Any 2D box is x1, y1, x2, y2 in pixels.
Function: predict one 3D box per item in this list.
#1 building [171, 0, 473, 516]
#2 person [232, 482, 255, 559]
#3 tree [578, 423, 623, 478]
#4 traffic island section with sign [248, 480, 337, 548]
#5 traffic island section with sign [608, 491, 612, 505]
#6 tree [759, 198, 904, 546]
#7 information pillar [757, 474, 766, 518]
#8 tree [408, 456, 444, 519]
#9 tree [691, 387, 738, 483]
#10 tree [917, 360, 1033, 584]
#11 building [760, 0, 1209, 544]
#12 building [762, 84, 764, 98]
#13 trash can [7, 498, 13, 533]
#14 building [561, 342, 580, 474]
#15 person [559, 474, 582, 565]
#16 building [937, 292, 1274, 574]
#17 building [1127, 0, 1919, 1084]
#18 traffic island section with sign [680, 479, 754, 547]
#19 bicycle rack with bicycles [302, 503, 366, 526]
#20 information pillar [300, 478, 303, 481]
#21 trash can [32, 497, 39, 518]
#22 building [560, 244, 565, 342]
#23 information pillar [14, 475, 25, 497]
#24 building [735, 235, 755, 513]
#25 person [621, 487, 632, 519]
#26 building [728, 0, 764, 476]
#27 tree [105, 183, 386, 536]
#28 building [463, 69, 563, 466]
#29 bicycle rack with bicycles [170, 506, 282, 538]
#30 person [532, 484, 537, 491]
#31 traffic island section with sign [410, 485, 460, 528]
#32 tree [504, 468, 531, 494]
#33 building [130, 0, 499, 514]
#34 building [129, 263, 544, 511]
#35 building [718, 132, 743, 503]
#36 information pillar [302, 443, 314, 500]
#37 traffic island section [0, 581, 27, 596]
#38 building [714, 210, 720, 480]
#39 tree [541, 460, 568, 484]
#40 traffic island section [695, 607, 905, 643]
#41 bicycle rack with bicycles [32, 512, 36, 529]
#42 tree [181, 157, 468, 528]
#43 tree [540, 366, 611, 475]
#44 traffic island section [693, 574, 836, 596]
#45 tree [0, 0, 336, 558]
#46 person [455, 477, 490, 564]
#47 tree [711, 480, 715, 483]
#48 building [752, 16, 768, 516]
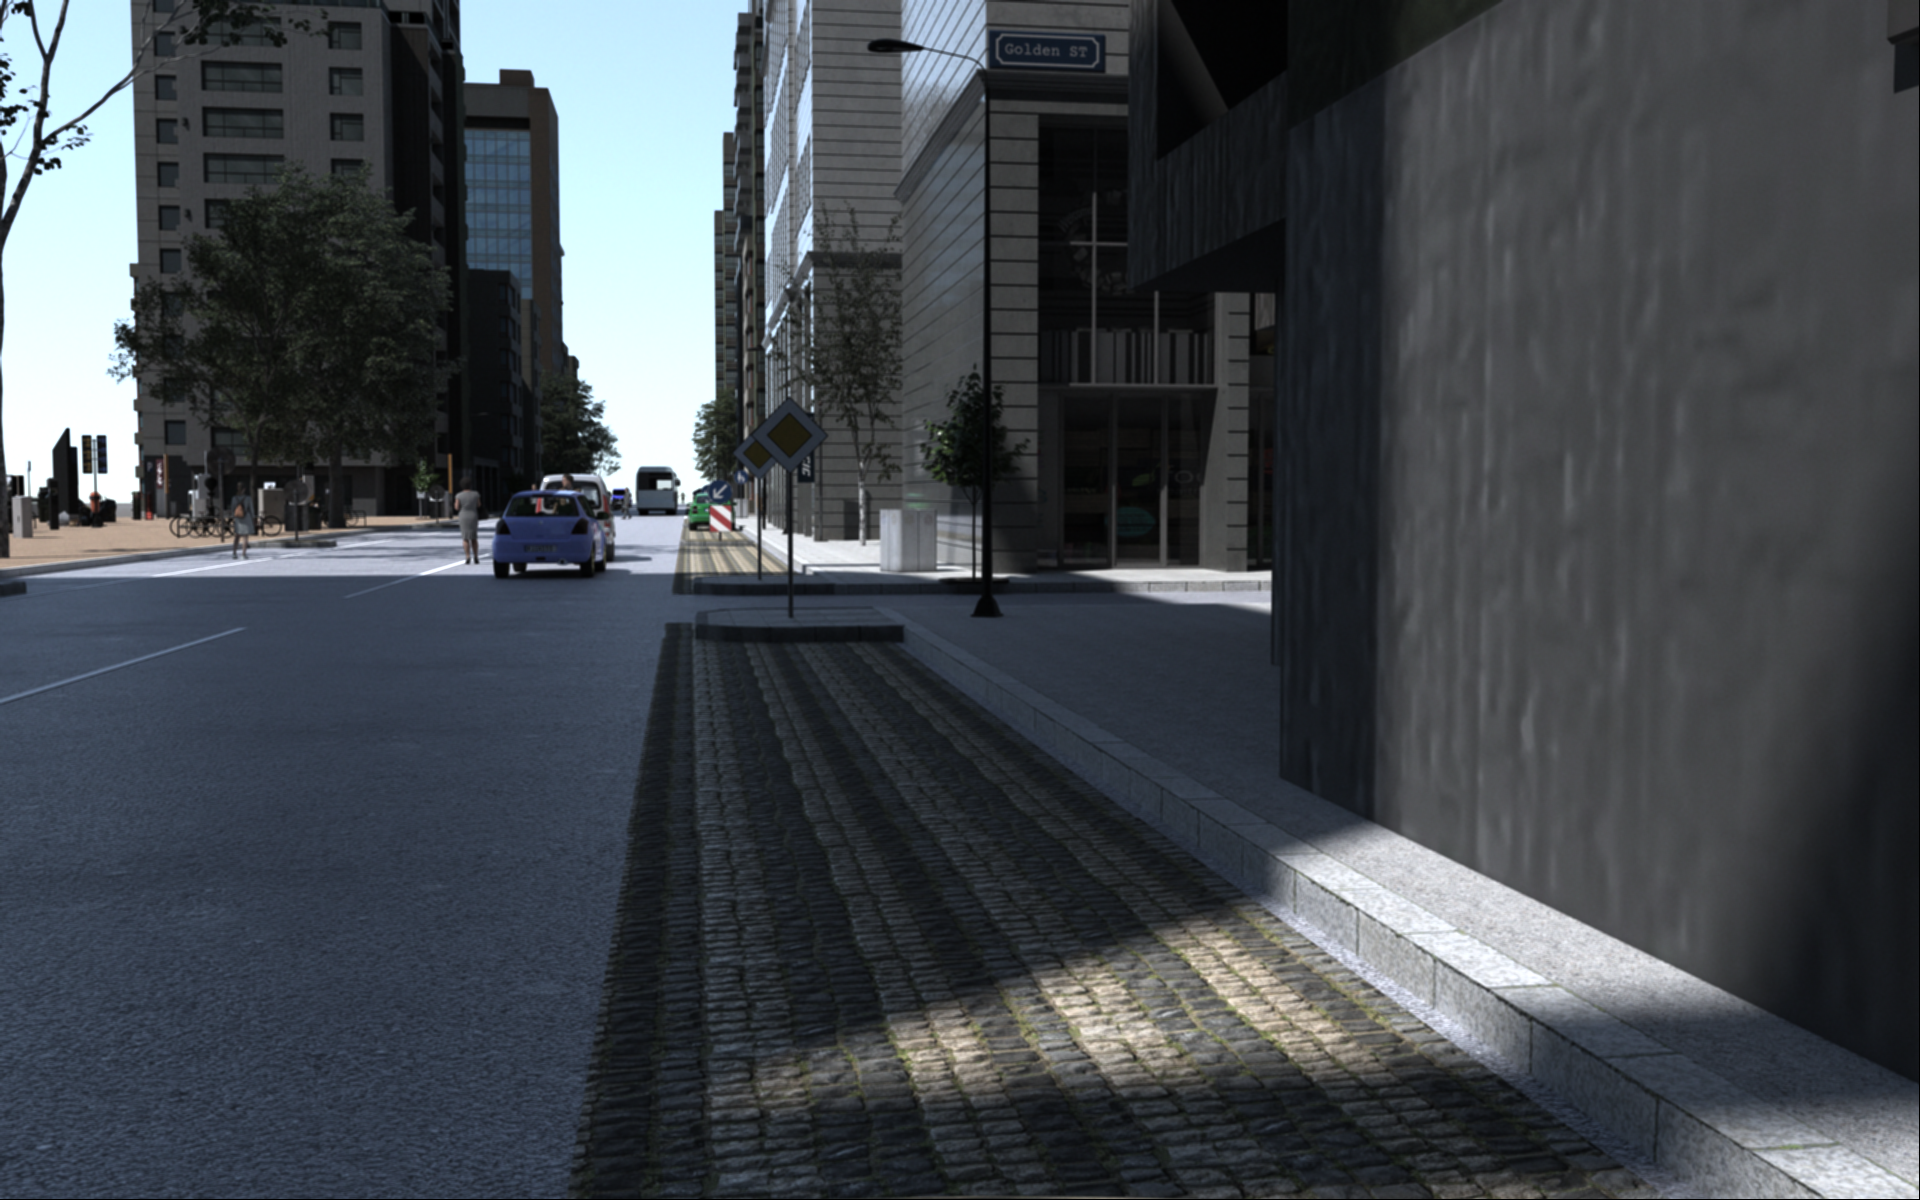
[{"bbox_3d":[-37.584,-20.321,103.948,14.160,30.474,14.107,-1,4,-9],"label":"building"},{"bbox_3d":[-15.792,-1.749,38.105,0.512,1.701,0.522,-1,4,-9],"label":"person"},{"bbox_3d":[-53.633,-20.186,255.797,9.928,11.665,9.643,0,3,0],"label":"tree"},{"bbox_3d":[-17.982,-2.333,46.777,1.989,1.847,2.006,-1,4,-9],"label":"traffic island section with sign"},{"bbox_3d":[-46.855,-13.613,231.195,1.989,1.847,2.006,-1,4,-9],"label":"traffic island section with sign"},{"bbox_3d":[-2.562,-5.645,42.655,4.360,8.622,3.978,0,3,0],"label":"tree"},{"bbox_3d":[-10.447,-6.107,91.207,0.504,3.616,0.183,0,4,4],"label":"information pillar"},{"bbox_3d":[-27.087,-5.698,87.769,1.663,3.219,1.824,0,3,0],"label":"tree"},{"bbox_3d":[-24.979,-16.229,183.473,7.486,12.596,7.792,0,3,0],"label":"tree"},{"bbox_3d":[0.317,-1.867,25.126,1.663,3.219,1.824,0,3,0],"label":"tree"},{"bbox_3d":[-1.002,-17.433,62.519,11.434,29.767,29.804,-1,4,-9],"label":"building"},{"bbox_3d":[-2.548,-18.113,89.654,14.314,27.812,24.014,-1,4,-9],"label":"building"},{"bbox_3d":[-31.119,-2.751,56.626,0.748,1.137,0.748,0,3,0],"label":"trash can"},{"bbox_3d":[-60.772,-22.232,208.531,27.650,21.520,28.899,-1,4,-9],"label":"building"},{"bbox_3d":[-7.994,-1.642,35.251,0.656,1.842,0.836,-2,4,-32],"label":"person"},{"bbox_3d":[14.124,-15.716,34.453,29.804,29.767,11.434,-1,4,-9],"label":"building"},{"bbox_3d":[8.057,-14.579,10.065,14.160,30.474,14.107,-1,4,-9],"label":"building"},{"bbox_3d":[-6.744,-2.398,47.843,1.989,1.847,2.006,-1,4,-9],"label":"traffic island section with sign"},{"bbox_3d":[-25.281,-3.410,69.136,2.852,0.926,2.925,2,4,24],"label":"bicycle rack with bicycles"},{"bbox_3d":[-30.731,-4.691,81.183,0.304,2.012,0.304,-1,4,-13],"label":"information pillar"},{"bbox_3d":[-49.386,-4.943,92.467,0.748,1.137,0.748,0,3,0],"label":"trash can"},{"bbox_3d":[-66.589,-33.147,233.828,32.217,40.220,23.993,-1,4,-9],"label":"building"},{"bbox_3d":[-36.749,-3.861,67.617,0.304,2.012,0.304,1,4,18],"label":"information pillar"},{"bbox_3d":[-2.817,-17.573,132.360,27.650,21.520,28.899,-1,4,-9],"label":"building"},{"bbox_3d":[-19.142,-5.546,99.279,0.767,1.812,0.694,-2,4,-33],"label":"person"},{"bbox_3d":[-9.525,-33.105,160.875,23.786,49.044,30.456,-1,4,-9],"label":"building"},{"bbox_3d":[-21.798,-7.247,52.905,8.767,10.594,7.601,-1,4,-13],"label":"tree"},{"bbox_3d":[-50.583,-32.815,186.639,14.600,45.320,14.200,-1,4,-9],"label":"building"},{"bbox_3d":[-22.036,-2.326,51.415,2.925,0.926,2.852,0,4,1],"label":"bicycle rack with bicycles"},{"bbox_3d":[-15.499,-3.340,63.201,0.635,1.810,0.391,2,4,32],"label":"person"},{"bbox_3d":[-22.156,-3.962,73.408,1.989,1.847,2.006,-1,4,-9],"label":"traffic island section with sign"},{"bbox_3d":[-33.016,-8.297,130.263,1.663,3.219,1.824,0,3,0],"label":"tree"},{"bbox_3d":[-43.447,-41.690,119.880,20.563,71.187,20.611,-1,4,-9],"label":"building"},{"bbox_3d":[-50.600,-18.417,146.157,27.650,21.520,28.899,-1,4,-9],"label":"building"},{"bbox_3d":[-20.143,-31.556,199.541,14.154,41.232,14.086,-1,4,-9],"label":"building"},{"bbox_3d":[-28.746,-5.201,76.397,0.183,3.616,0.504,3,5,40],"label":"information pillar"},{"bbox_3d":[-14.430,-0.114,24.147,2.009,0.180,2.903,-1,4,-9],"label":"traffic island section"},{"bbox_3d":[-28.569,-34.764,251.981,14.154,41.232,14.086,-1,4,-9],"label":"building"},{"bbox_3d":[-38.832,-11.116,165.464,4.285,4.588,4.351,0,3,0],"label":"tree"},{"bbox_3d":[-1.741,0.259,18.039,2.009,0.180,2.903,-1,4,-9],"label":"traffic island section"},{"bbox_3d":[-35.186,-3.077,63.693,2.852,0.926,2.925,1,4,9],"label":"bicycle rack with bicycles"},{"bbox_3d":[-23.474,-9.656,64.530,9.857,13.997,8.962,0,3,0],"label":"tree"},{"bbox_3d":[-39.975,-16.277,172.777,9.857,13.997,8.962,0,3,0],"label":"tree"},{"bbox_3d":[-2.977,-0.223,25.929,2.009,0.180,2.903,-1,4,-9],"label":"traffic island section"},{"bbox_3d":[-19.476,-10.988,35.535,12.611,20.169,13.585,0,3,0],"label":"tree"},{"bbox_3d":[-10.018,-1.631,35.520,0.716,1.782,0.532,-2,4,-30],"label":"person"},{"bbox_3d":[-30.963,-13.626,217.390,1.663,3.219,1.824,0,3,0],"label":"tree"},{"bbox_3d":[-6.134,-20.682,109.846,14.160,30.474,14.107,-1,4,-9],"label":"building"}]
